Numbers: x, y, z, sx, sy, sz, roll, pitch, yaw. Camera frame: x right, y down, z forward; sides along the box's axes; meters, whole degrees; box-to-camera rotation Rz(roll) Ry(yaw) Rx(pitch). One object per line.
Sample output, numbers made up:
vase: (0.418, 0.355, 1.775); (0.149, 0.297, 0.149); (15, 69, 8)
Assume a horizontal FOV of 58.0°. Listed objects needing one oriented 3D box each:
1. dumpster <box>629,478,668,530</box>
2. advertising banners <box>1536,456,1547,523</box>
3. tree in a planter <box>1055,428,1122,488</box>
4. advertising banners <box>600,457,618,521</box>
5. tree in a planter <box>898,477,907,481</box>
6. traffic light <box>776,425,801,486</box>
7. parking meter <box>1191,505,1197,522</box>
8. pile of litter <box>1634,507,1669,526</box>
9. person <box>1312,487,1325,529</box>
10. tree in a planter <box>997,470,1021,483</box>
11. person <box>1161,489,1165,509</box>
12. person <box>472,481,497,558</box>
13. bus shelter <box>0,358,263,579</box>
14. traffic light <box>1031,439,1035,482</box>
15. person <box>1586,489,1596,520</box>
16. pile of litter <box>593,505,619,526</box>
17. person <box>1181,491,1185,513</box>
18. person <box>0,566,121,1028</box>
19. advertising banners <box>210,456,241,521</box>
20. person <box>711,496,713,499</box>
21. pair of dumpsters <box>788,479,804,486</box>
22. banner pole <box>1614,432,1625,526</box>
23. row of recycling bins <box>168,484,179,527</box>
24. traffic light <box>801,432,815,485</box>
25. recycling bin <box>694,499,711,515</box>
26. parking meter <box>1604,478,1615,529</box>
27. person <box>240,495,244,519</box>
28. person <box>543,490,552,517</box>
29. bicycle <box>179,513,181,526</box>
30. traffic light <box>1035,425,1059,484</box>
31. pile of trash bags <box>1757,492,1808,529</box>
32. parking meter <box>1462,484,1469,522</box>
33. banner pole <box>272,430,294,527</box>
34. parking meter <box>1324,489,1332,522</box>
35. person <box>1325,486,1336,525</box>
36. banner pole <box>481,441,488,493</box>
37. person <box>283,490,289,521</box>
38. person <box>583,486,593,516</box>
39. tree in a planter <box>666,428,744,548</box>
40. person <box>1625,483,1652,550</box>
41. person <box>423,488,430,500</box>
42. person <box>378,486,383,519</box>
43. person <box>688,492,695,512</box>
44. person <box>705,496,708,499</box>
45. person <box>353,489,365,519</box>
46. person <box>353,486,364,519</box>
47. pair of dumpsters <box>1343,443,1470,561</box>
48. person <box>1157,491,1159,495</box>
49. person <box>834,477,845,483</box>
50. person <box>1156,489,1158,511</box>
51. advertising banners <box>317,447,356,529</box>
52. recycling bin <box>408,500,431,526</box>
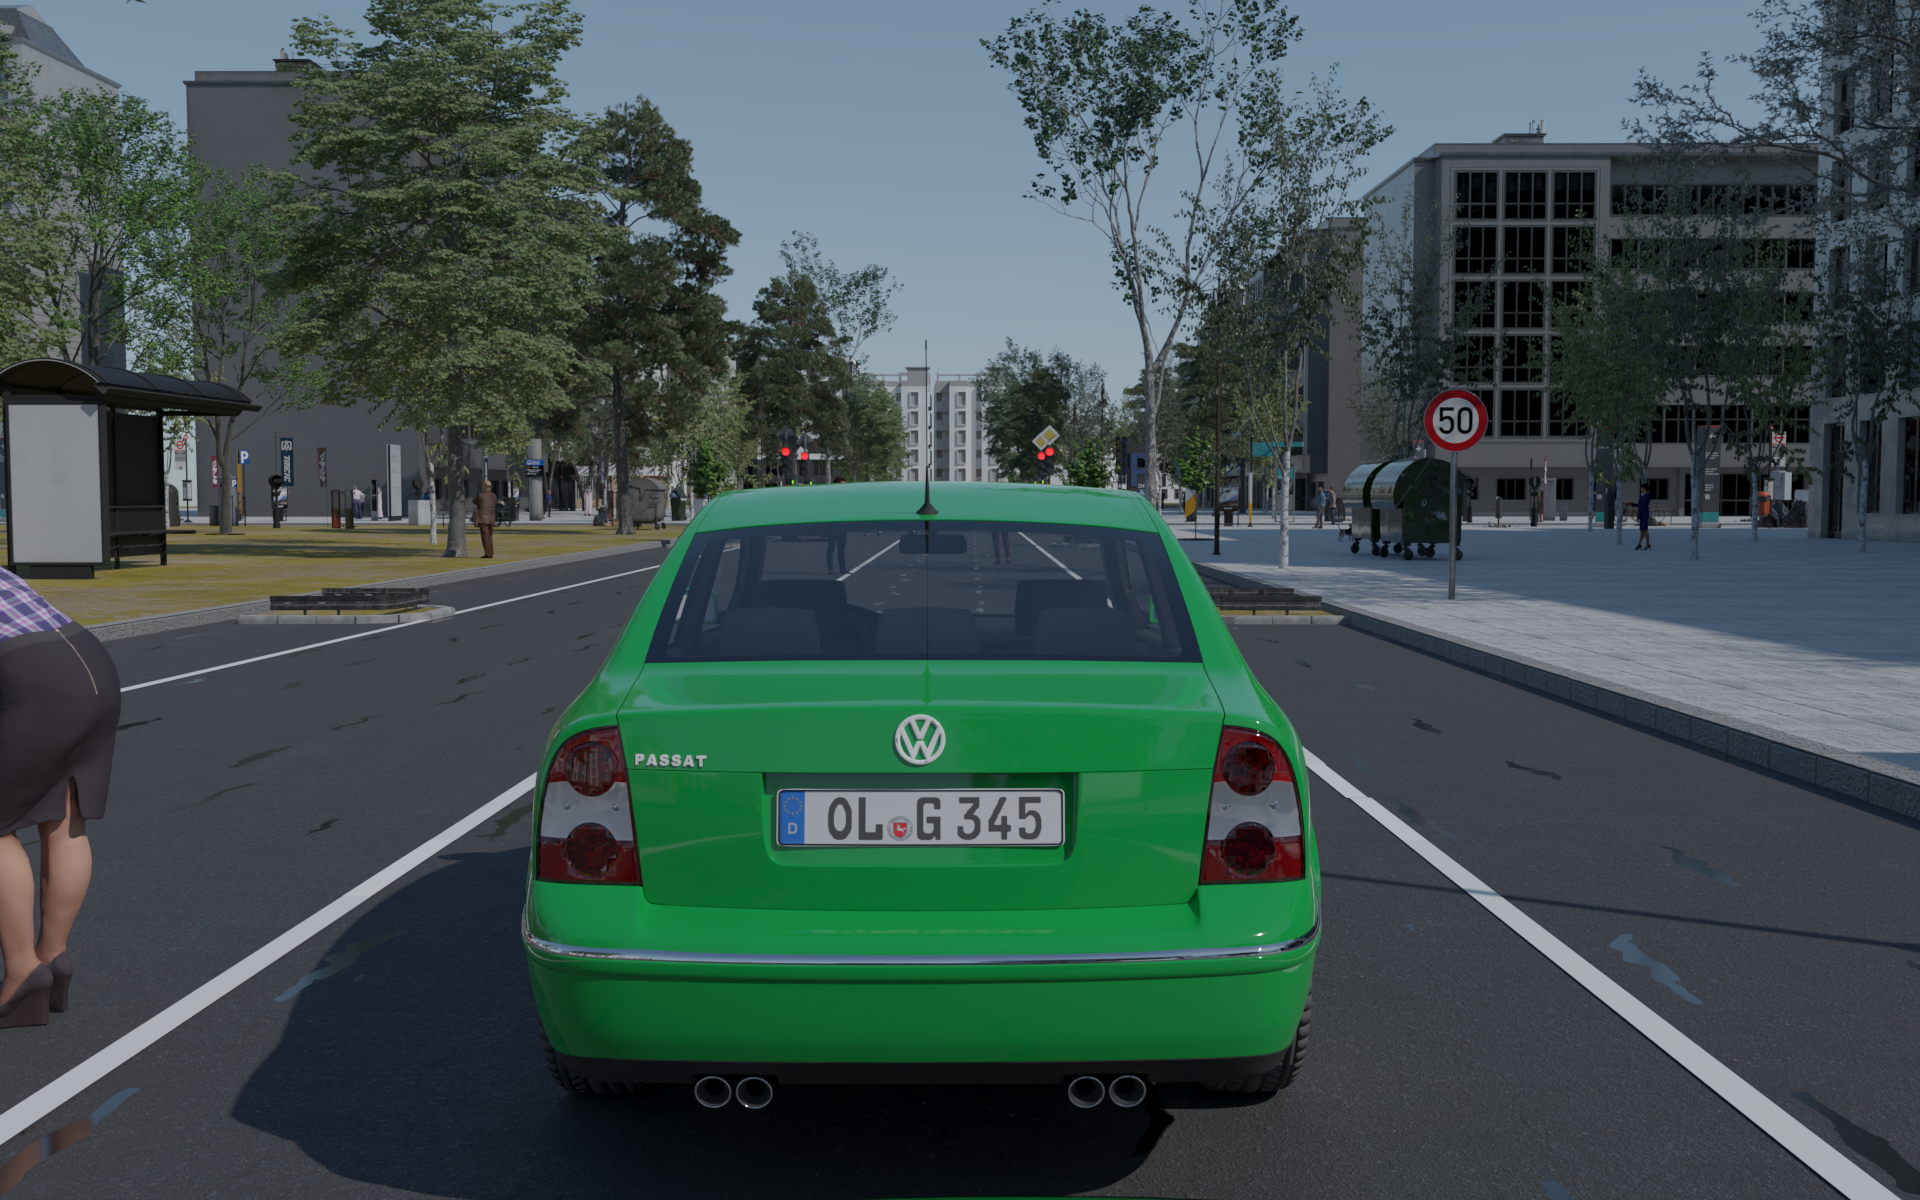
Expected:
dumpster: (-11.328, -3.472, 62.521); (1.264, 1.857, 1.865); (0, 4, 0)
advertising banners: (26.342, -5.026, 78.371); (0.090, 3.025, 2.074); (2, 4, 29)
tree in a planter: (3.479, -3.047, 47.040); (1.991, 3.239, 1.994); (0, 4, 0)
advertising banners: (-16.348, -5.193, 81.090); (0.090, 3.025, 2.074); (-3, 5, -40)
tree in a planter: (-6.045, -11.181, 180.031); (1.991, 3.239, 1.994); (0, 4, 0)
traffic light: (-6.982, -4.932, 69.880); (0.839, 4.213, 0.868); (0, 4, 0)
parking meter: (10.827, -4.408, 80.474); (0.372, 1.533, 0.369); (0, 3, 0)
pile of litter: (27.737, -3.396, 69.490); (1.176, 0.858, 1.719); (0, 4, 3)
person: (13.250, -3.399, 63.821); (0.429, 1.552, 0.499); (2, 4, 31)
tree in a planter: (3.972, -8.087, 129.442); (1.991, 3.239, 1.994); (0, 4, 0)
person: (17.555, -8.700, 149.085); (0.445, 1.727, 0.742); (-2, 4, -25)
person: (-9.489, -1.606, 34.564); (0.388, 1.546, 0.482); (3, 5, 41)
bus shelter: (-13.586, -2.115, 28.510); (2.014, 3.302, 5.546); (0, 4, 0)
traffic light: (3.627, -5.417, 77.817); (0.839, 4.213, 0.868); (0, 4, 0)
person: (31.651, -4.787, 86.674); (0.546, 1.535, 0.453); (0, 4, 4)
pile of litter: (-14.183, -3.427, 70.001); (1.176, 0.858, 1.719); (2, 4, 27)
person: (15.510, -6.790, 119.747); (0.600, 1.496, 0.574); (3, 4, 38)
person: (-2.648, 0.430, 4.696); (0.697, 1.427, 0.421); (0, 4, 5)
advertising banners: (-34.055, -5.145, 80.303); (0.090, 3.025, 2.074); (1, 4, 13)
person: (-17.222, -7.065, 122.103); (0.434, 1.755, 0.990); (2, 4, 28)
pair of dumpsters: (-10.651, -6.725, 112.453); (1.574, 2.255, 4.436); (0, 4, 0)
banner pole: (26.443, -4.860, 69.477); (0.401, 3.779, 0.863); (3, 4, 37)
row of recycling bins: (-32.407, -3.784, 68.989); (3.534, 1.692, 1.069); (2, 4, 32)
traffic light: (-6.934, -5.420, 77.865); (0.839, 4.213, 0.868); (0, 4, 0)
recycling bin: (-12.390, -4.370, 84.004); (0.722, 1.027, 0.722); (3, 5, 43)
parking meter: (23.937, -3.554, 63.825); (0.255, 1.863, 0.399); (0, 4, -3)
person: (-37.211, -4.968, 89.541); (0.482, 1.546, 0.388); (3, 5, 40)
person: (-22.666, -5.299, 95.379); (0.574, 1.496, 0.600); (-3, 5, -39)
bicycle: (-31.293, -3.416, 69.069); (0.635, 0.972, 1.543); (-3, 4, -37)
traffic light: (3.579, -4.929, 69.832); (0.839, 4.213, 0.868); (0, 4, 0)
pile of trash bags: (30.972, -3.404, 65.411); (3.447, 1.369, 1.912); (-3, 5, -42)
parking meter: (23.563, -4.586, 80.686); (0.255, 1.863, 0.399); (1, 4, 21)
banner pole: (-26.436, -4.747, 67.636); (0.863, 3.779, 0.401); (-1, 4, -18)
parking meter: (17.130, -4.410, 80.516); (0.372, 1.533, 0.369); (0, 3, 0)
person: (15.638, -3.950, 73.611); (0.750, 1.759, 0.617); (2, 4, 24)
banner pole: (-22.417, -5.609, 81.730); (0.401, 3.779, 0.863); (0, 4, 8)
person: (-32.406, -4.614, 82.935); (0.517, 1.644, 0.566); (-3, 4, -37)
person: (-21.730, -5.784, 101.284); (0.551, 1.740, 0.621); (-2, 4, -26)
tree in a planter: (-6.838, -3.041, 46.950); (1.991, 3.239, 1.994); (0, 4, 0)
person: (15.576, -1.917, 39.758); (0.546, 1.535, 0.453); (1, 4, 15)
person: (-28.612, -5.213, 92.976); (0.444, 1.614, 0.593); (-2, 4, -26)
person: (-29.522, -4.957, 87.756); (0.551, 1.740, 0.621); (2, 4, 35)
person: (-18.584, -6.999, 121.007); (0.617, 1.759, 0.750); (3, 4, 38)
person: (-18.713, -7.332, 127.976); (0.319, 1.574, 0.516); (1, 4, 18)
person: (-30.616, -4.903, 88.422); (0.499, 1.552, 0.429); (0, 4, -6)
person: (-30.469, -4.918, 87.389); (0.756, 1.711, 0.436); (-2, 4, -32)
pair of dumpsters: (9.056, -2.008, 35.319); (1.574, 2.255, 4.436); (0, 4, 0)
person: (24.520, -12.645, 213.338); (0.990, 1.755, 0.434); (2, 4, 25)
person: (-2.142, -1.320, 30.780); (0.504, 1.737, 0.576); (3, 4, 39)
person: (9.952, -4.919, 88.677); (0.614, 1.554, 0.590); (-2, 4, -29)
advertising banners: (-23.275, -4.184, 64.588); (2.074, 3.025, 0.090); (2, 4, 32)
recycling bin: (-22.009, -3.554, 70.666); (0.722, 1.027, 0.722); (3, 4, 38)
